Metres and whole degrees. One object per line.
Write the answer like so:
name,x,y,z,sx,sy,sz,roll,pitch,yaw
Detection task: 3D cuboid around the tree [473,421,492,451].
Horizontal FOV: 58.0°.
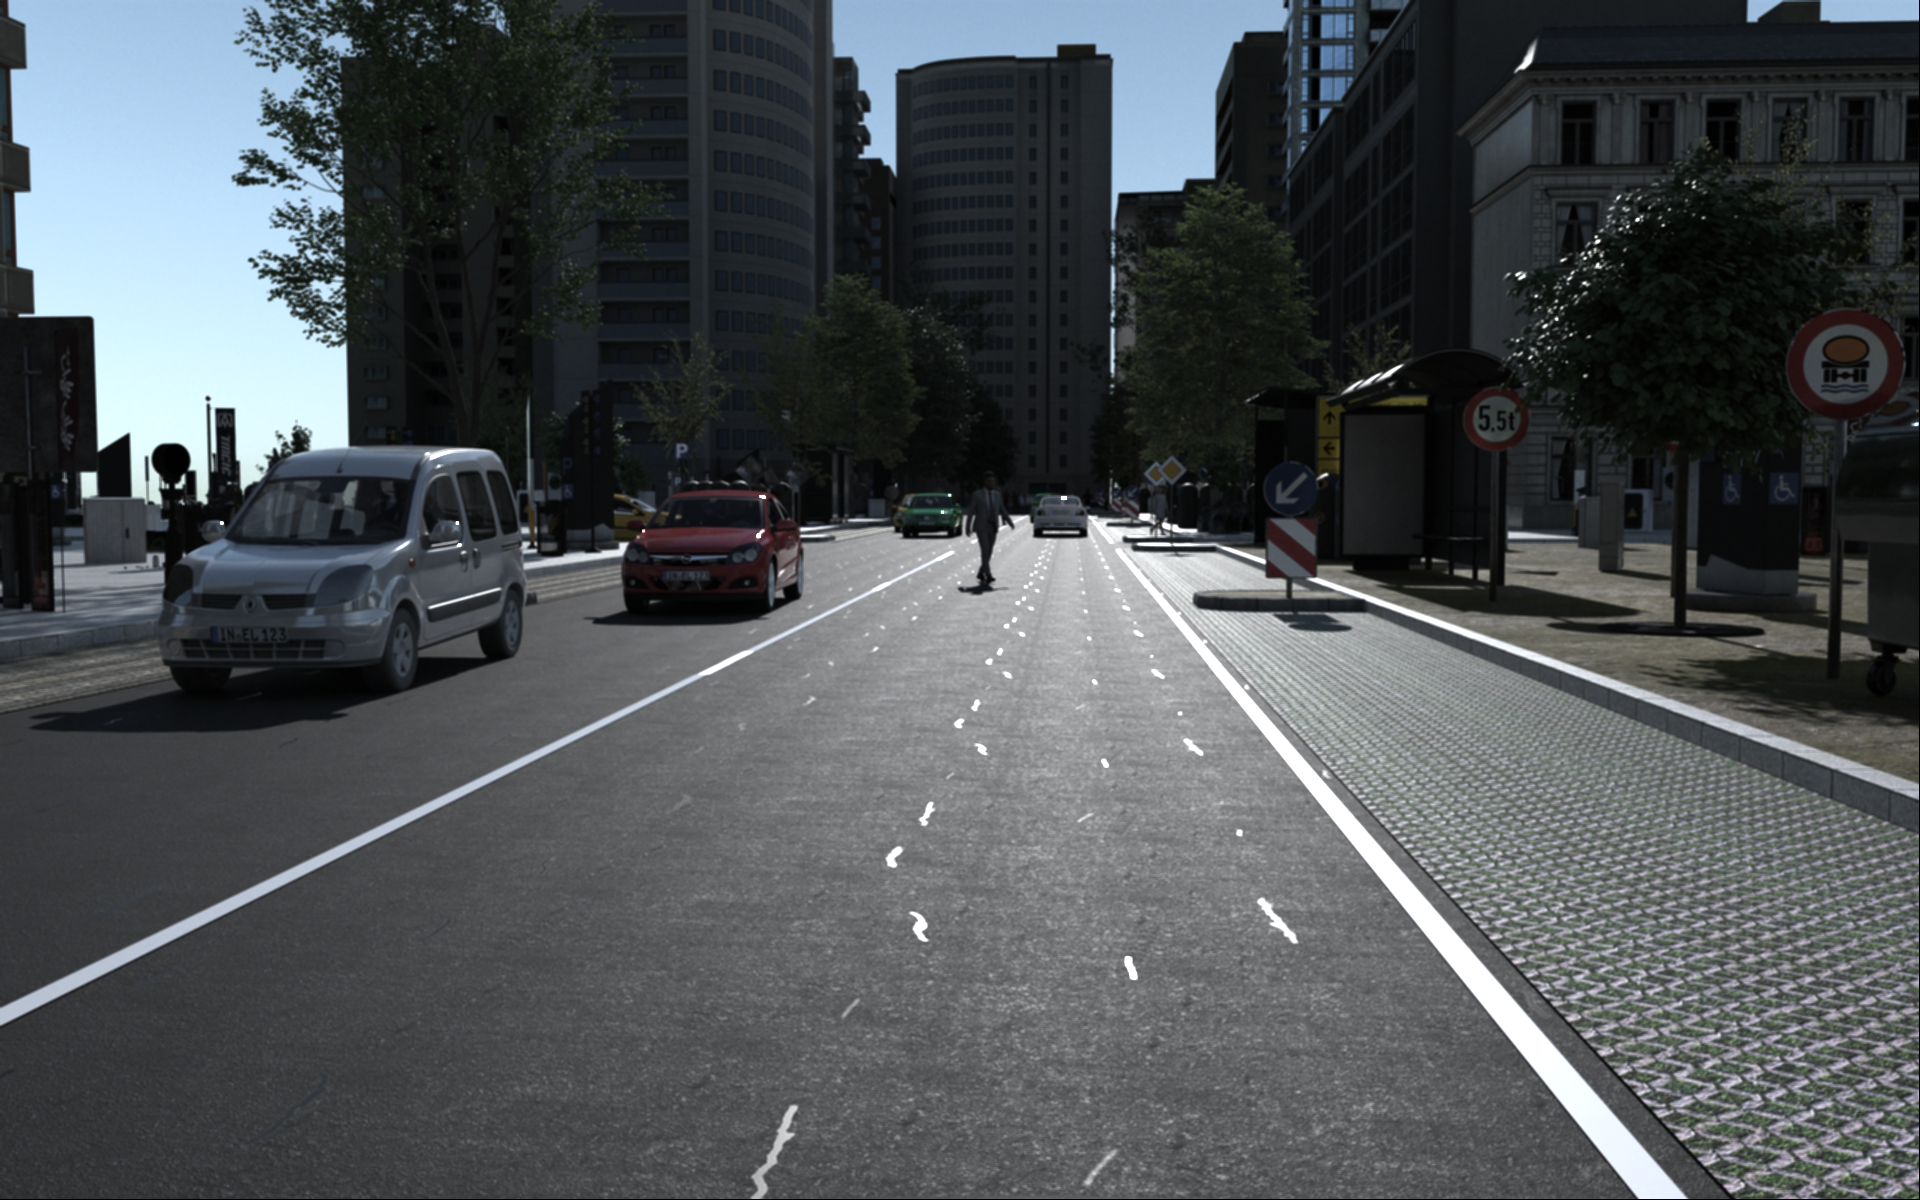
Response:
tree,-21.034,-5.770,78.060,4.285,4.588,4.351,0,3,0

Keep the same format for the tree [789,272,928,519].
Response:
tree,-5.262,-10.459,89.139,7.486,12.596,7.792,0,3,0

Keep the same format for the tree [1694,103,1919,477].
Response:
tree,15.750,-5.051,32.951,4.360,8.622,3.978,0,3,0

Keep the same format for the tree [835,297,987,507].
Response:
tree,-3.437,-12.531,111.542,9.857,13.997,8.962,0,3,0

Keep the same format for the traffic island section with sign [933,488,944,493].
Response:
traffic island section with sign,-1.264,-5.852,104.302,1.989,1.847,2.006,0,4,4

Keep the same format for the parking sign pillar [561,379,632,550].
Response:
parking sign pillar,-8.651,-3.166,40.233,1.447,3.967,1.447,2,4,32

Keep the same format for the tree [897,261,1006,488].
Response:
tree,-3.154,-17.601,143.670,12.611,20.169,13.585,0,3,0

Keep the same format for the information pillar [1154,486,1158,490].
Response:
information pillar,13.889,-7.202,122.251,0.304,2.012,0.304,-3,4,-36

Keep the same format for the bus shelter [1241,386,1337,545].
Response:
bus shelter,7.763,-3.027,40.769,1.731,3.624,6.357,0,4,4

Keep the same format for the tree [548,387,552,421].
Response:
tree,-26.082,-9.263,101.817,4.737,8.622,4.395,0,3,0

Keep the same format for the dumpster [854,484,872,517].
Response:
dumpster,-5.589,-5.490,95.527,1.264,1.857,1.865,0,4,4

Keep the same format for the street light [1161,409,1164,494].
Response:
street light,10.228,-7.030,87.724,0.468,5.910,1.993,0,4,4

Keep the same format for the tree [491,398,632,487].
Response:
tree,-12.891,-4.635,59.490,4.285,4.588,4.351,0,3,0

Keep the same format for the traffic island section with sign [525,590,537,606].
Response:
traffic island section with sign,-6.543,-0.829,22.177,1.989,1.847,2.006,0,4,4

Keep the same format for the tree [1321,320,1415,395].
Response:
tree,17.184,-7.467,72.454,4.360,8.622,3.978,0,3,0

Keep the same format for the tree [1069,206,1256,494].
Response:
tree,13.504,-15.694,112.482,12.611,20.169,13.585,0,3,0

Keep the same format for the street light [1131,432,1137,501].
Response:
street light,12.702,-9.397,126.428,0.468,5.910,1.993,0,4,4

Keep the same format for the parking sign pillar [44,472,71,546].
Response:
parking sign pillar,-23.012,-3.345,43.156,1.447,3.967,1.447,1,4,23

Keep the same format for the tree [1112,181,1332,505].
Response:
tree,9.799,-8.886,63.414,7.486,12.596,7.792,0,3,0

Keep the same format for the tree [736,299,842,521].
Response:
tree,-6.321,-7.010,64.968,4.737,8.622,4.395,0,3,0

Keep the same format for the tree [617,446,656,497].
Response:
tree,-13.203,-4.641,70.484,1.663,3.219,1.824,0,3,0

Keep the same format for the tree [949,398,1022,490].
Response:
tree,2.463,-17.336,200.446,9.611,12.733,9.660,0,3,0

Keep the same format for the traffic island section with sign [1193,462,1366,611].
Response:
traffic island section with sign,3.998,-0.818,22.004,1.989,1.847,2.006,0,4,4

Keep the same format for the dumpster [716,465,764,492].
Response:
dumpster,-7.537,-3.436,58.669,1.502,2.255,1.985,0,4,4

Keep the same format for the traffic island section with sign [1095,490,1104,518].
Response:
traffic island section with sign,9.234,-5.812,103.659,1.989,1.847,2.006,0,4,4

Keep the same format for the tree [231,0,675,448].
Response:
tree,-8.938,-6.451,31.233,9.928,11.665,9.643,0,3,0

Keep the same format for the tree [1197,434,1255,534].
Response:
tree,8.395,-3.739,55.727,1.663,3.219,1.824,0,3,0

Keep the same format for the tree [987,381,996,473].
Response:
tree,-3.488,-13.271,123.635,9.857,13.997,8.962,0,3,0

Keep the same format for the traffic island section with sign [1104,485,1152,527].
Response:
traffic island section with sign,7.502,-4.167,76.759,1.989,1.847,2.006,0,4,4

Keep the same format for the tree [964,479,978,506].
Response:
tree,1.241,-11.917,189.440,1.663,3.219,1.824,0,3,0

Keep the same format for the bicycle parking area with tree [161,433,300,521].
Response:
bicycle parking area with tree,-33.069,-5.850,82.653,9.016,4.147,8.231,-3,5,-42

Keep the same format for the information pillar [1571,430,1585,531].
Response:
information pillar,21.298,-4.173,59.580,0.504,3.616,0.183,-2,4,-34

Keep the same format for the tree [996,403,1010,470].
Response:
tree,0.285,-15.898,166.581,9.857,13.997,8.962,0,3,0

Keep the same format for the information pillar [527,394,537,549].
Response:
information pillar,-10.103,-3.022,40.761,0.183,3.616,0.504,-1,4,-22

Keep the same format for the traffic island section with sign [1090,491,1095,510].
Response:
traffic island section with sign,12.435,-8.865,153.574,1.989,1.847,2.006,0,4,4

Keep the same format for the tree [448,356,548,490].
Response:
tree,-25.531,-8.721,92.948,4.737,8.622,4.395,0,3,0

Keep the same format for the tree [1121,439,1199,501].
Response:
tree,12.090,-7.076,99.405,4.285,4.588,4.351,0,3,0

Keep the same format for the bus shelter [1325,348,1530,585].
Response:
bus shelter,7.047,-2.008,26.755,2.014,3.302,5.546,0,4,4

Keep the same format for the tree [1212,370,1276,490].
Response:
tree,16.559,-9.140,99.795,4.360,8.622,3.978,0,3,0

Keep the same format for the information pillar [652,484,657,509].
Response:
information pillar,-21.623,-7.220,122.536,0.304,2.012,0.304,1,4,9

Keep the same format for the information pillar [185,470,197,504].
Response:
information pillar,-23.980,-3.030,54.027,0.304,2.012,0.304,-1,4,-19

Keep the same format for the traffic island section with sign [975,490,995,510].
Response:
traffic island section with sign,1.939,-8.907,154.254,1.989,1.847,2.006,0,4,4

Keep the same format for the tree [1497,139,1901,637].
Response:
tree,6.833,-1.980,16.082,4.285,4.588,4.351,0,3,0

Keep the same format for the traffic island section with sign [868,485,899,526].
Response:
traffic island section with sign,-3.010,-4.197,77.257,1.989,1.847,2.006,0,4,4

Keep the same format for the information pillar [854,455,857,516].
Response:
information pillar,-6.243,-6.682,100.609,0.504,3.616,0.183,0,4,-3

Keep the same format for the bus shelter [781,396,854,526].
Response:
bus shelter,-6.094,-5.856,73.379,2.179,5.291,8.768,0,4,4

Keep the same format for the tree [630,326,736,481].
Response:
tree,-11.929,-7.646,75.378,4.360,8.622,3.978,0,3,0
